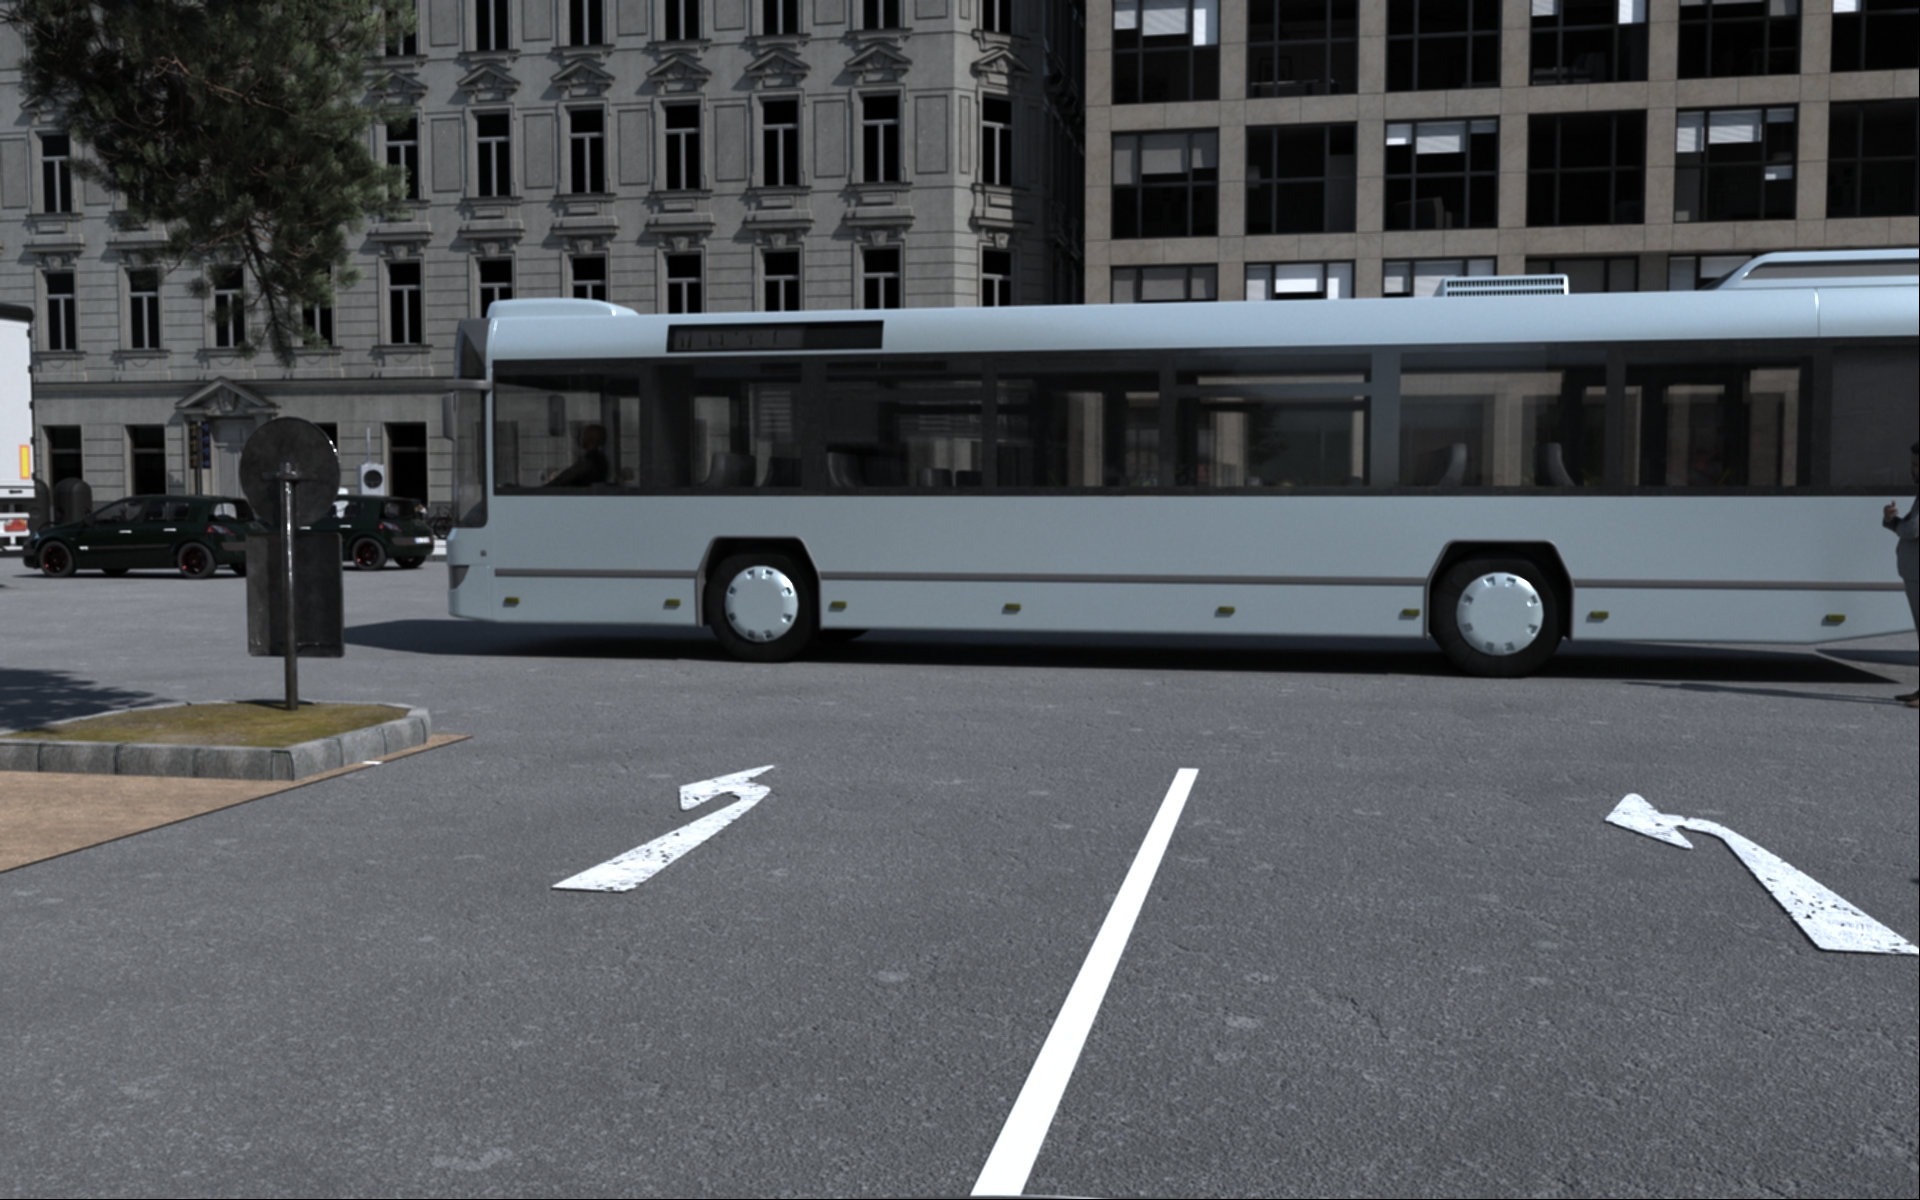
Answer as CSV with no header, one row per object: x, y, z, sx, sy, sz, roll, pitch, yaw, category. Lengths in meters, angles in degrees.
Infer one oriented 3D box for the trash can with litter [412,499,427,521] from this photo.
-13.573,-1.883,42.169,0.624,1.170,1.055,3,5,40,trash can with litter

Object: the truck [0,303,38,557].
-19.590,-2.277,26.142,11.283,4.237,2.839,1,4,13,truck

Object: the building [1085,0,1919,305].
22.072,-15.269,54.169,34.151,26.468,19.350,1,4,12,building

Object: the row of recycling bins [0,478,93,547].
-23.387,-2.181,42.779,3.534,1.692,1.069,-2,4,-35,row of recycling bins

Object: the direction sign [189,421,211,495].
-23.506,-3.768,53.609,0.876,3.537,0.379,2,4,26,direction sign

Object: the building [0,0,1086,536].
-17.401,-17.385,60.662,44.131,29.872,17.030,1,4,12,building

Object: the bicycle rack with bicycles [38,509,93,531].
-20.343,-1.704,41.245,2.925,0.926,2.852,-2,4,-25,bicycle rack with bicycles

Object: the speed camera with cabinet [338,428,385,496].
-18.107,-3.475,51.156,2.038,3.252,0.660,-2,4,-33,speed camera with cabinet

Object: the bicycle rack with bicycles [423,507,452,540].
-14.244,-2.191,49.213,2.925,0.926,2.852,0,4,-3,bicycle rack with bicycles

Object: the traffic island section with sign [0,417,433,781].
-4.090,-0.095,9.690,2.006,1.907,1.989,1,4,12,traffic island section with sign

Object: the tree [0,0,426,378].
-4.851,-5.035,6.841,6.751,12.117,7.091,0,3,0,tree

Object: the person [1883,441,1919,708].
6.502,-0.189,11.769,0.466,1.800,0.511,1,4,11,person

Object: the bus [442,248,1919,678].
1.320,-1.241,15.150,13.247,3.499,2.948,1,4,12,bus

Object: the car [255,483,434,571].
-12.177,-1.429,33.154,4.222,1.686,2.009,1,4,11,car

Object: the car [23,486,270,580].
-14.036,-1.237,30.014,4.222,1.686,2.009,1,4,10,car
